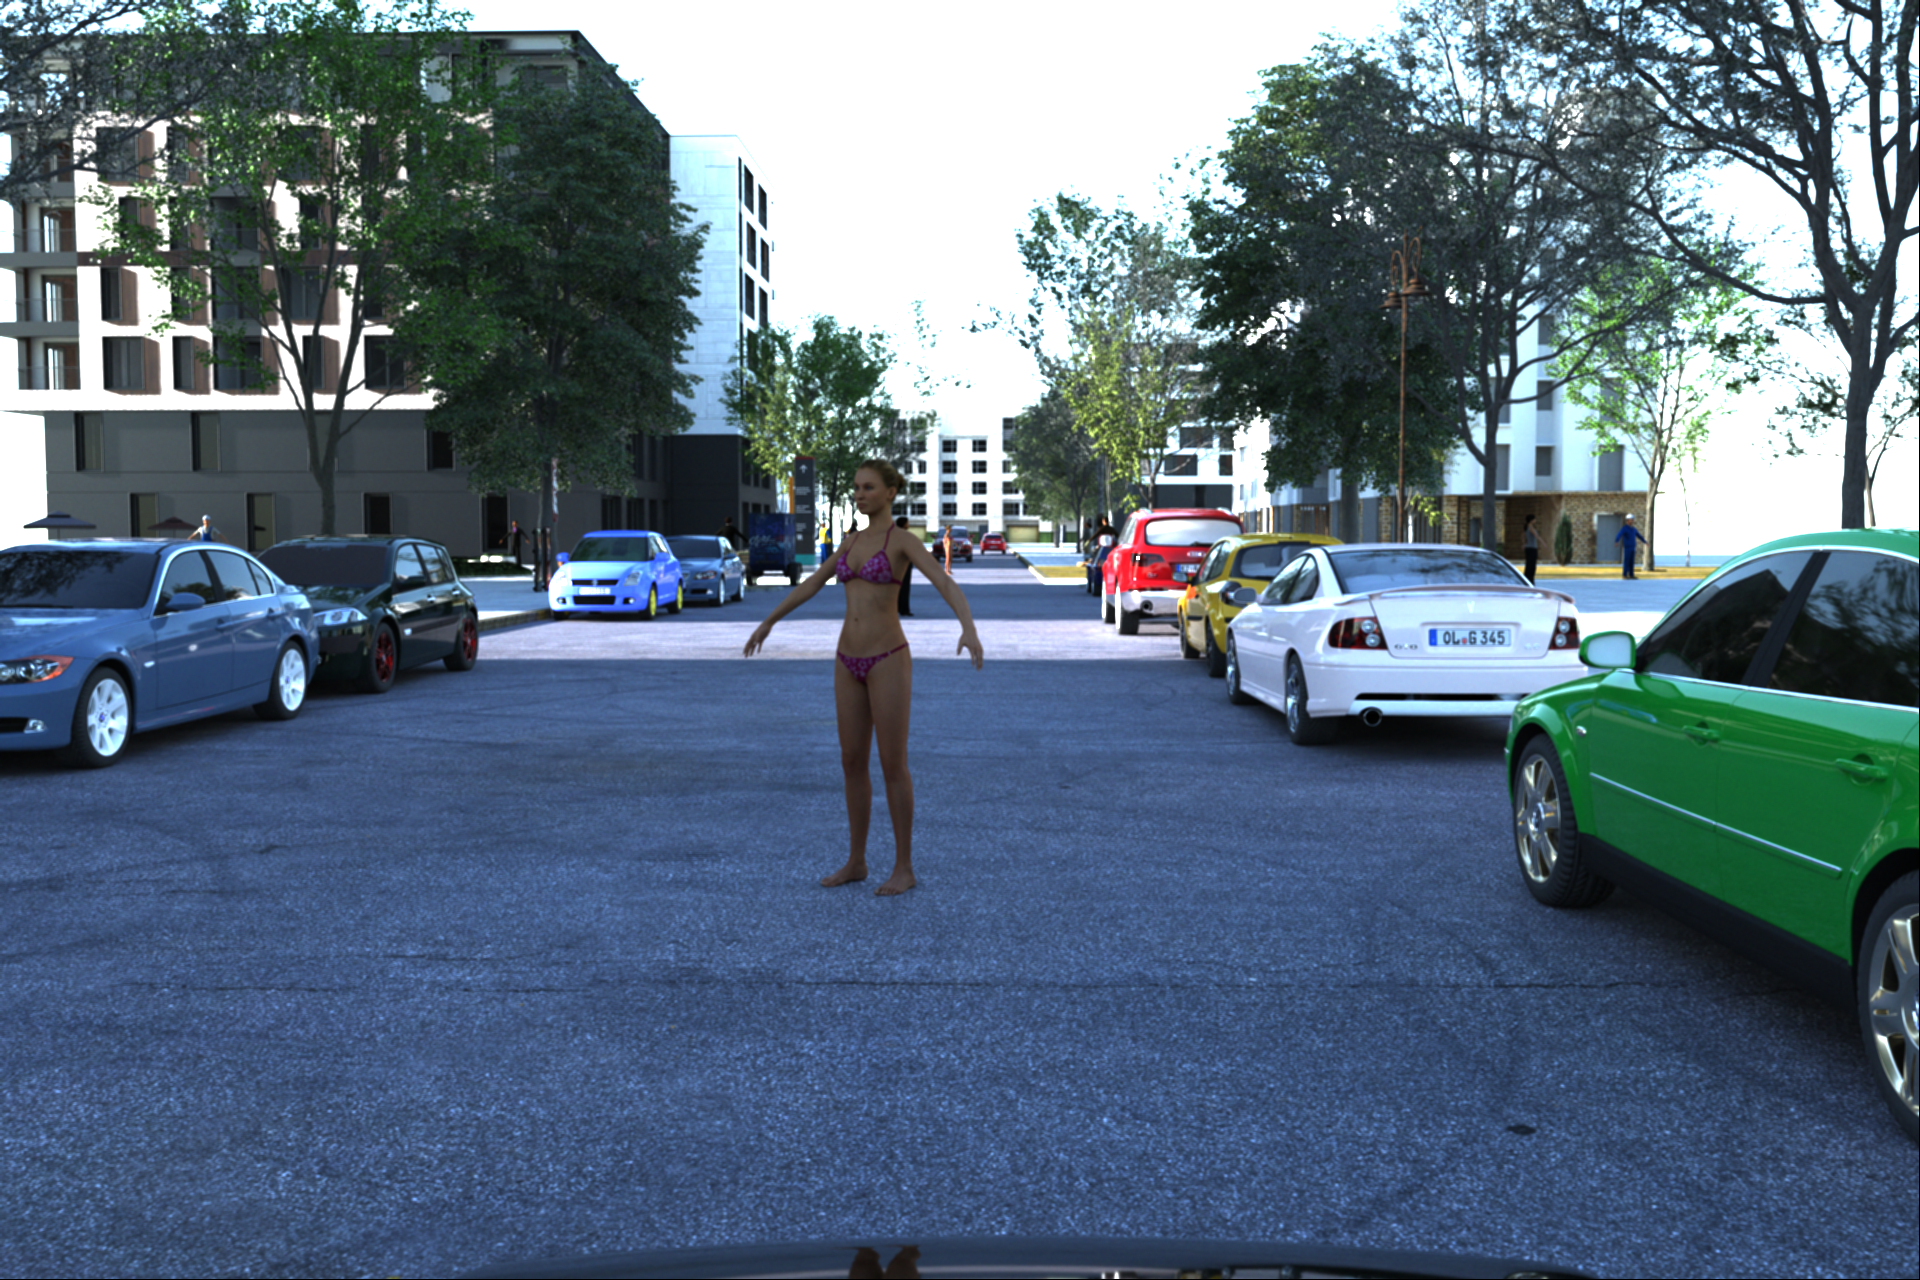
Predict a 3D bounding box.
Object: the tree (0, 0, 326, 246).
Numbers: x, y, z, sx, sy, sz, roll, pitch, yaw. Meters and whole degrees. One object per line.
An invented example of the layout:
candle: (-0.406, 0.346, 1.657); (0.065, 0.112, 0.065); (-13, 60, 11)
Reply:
tree: (-12.361, -6.607, 18.396); (12.009, 13.543, 11.850); (0, 3, 0)

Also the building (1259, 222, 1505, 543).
building: (23.651, -15.255, 105.845); (16.016, 20.090, 11.380); (0, 4, 1)

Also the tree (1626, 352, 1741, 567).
tree: (28.269, -7.114, 66.677); (4.360, 8.622, 3.978); (0, 3, 0)

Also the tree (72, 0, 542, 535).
tree: (-11.308, -6.410, 30.566); (9.928, 11.665, 9.643); (0, 3, 0)

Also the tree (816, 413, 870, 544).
tree: (-7.159, -9.287, 102.203); (4.737, 8.622, 4.395); (0, 3, 0)

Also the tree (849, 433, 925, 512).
tree: (-6.637, -13.465, 154.564); (7.601, 10.594, 8.767); (-2, 4, -35)

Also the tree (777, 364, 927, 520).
tree: (-7.381, -12.795, 119.567); (12.009, 13.543, 11.850); (0, 3, 0)

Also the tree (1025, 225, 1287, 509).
tree: (7.699, -9.768, 70.078); (12.009, 13.543, 11.850); (0, 3, 0)

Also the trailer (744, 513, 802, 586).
trailer: (-5.204, -2.472, 47.471); (1.471, 1.999, 3.904); (0, 4, 1)

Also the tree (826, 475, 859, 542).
tree: (-16.639, -20.463, 244.937); (12.009, 13.543, 11.850); (0, 3, 0)

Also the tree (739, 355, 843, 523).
tree: (-7.215, -7.382, 71.064); (4.737, 8.622, 4.395); (0, 3, 0)

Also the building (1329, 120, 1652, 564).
building: (23.712, -14.025, 85.735); (16.016, 20.090, 11.380); (0, 4, 1)

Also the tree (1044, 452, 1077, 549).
tree: (8.275, -11.824, 143.683); (4.360, 8.622, 3.978); (0, 3, 0)

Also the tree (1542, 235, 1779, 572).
tree: (23.940, -8.175, 59.421); (9.928, 11.665, 9.643); (0, 3, 0)

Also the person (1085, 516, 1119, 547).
person: (4.370, -2.804, 51.986); (1.346, 1.812, 0.704); (-2, 4, -27)

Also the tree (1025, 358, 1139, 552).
tree: (9.028, -13.484, 127.124); (9.857, 13.997, 8.962); (0, 3, 0)

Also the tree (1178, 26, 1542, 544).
tree: (10.071, -8.409, 44.150); (9.857, 13.997, 8.962); (0, 3, 0)

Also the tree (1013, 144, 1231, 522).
tree: (9.579, -13.935, 83.723); (12.611, 20.169, 13.585); (0, 3, 0)

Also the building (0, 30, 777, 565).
building: (-25.397, -14.877, 87.220); (27.936, 21.610, 32.646); (0, 4, 2)

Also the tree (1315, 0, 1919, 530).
tree: (9.433, -6.578, 17.919); (12.009, 13.543, 11.850); (0, 3, 0)

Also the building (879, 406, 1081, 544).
building: (5.595, -23.116, 246.866); (31.486, 18.905, 16.747); (1, 4, 10)

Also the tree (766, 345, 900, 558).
tree: (-6.840, -10.242, 93.214); (9.928, 11.665, 9.643); (0, 3, 0)

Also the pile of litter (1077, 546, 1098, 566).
pile of litter: (5.212, -3.338, 68.537); (1.176, 0.858, 1.719); (0, 4, 0)

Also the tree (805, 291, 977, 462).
tree: (-5.401, -17.089, 135.297); (12.611, 20.169, 13.585); (0, 3, 0)

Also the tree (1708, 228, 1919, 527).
tree: (26.808, -7.122, 50.863); (8.767, 10.594, 7.601); (-1, 4, -9)

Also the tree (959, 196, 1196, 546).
tree: (6.825, -14.826, 98.298); (12.611, 20.169, 13.585); (0, 3, 0)

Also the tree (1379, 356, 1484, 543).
tree: (17.486, -7.175, 67.681); (4.360, 8.622, 3.978); (0, 3, 0)

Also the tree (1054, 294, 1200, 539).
tree: (4.928, -6.317, 53.641); (4.737, 8.622, 4.395); (0, 3, 0)

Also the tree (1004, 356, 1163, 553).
tree: (7.831, -12.504, 114.811); (12.009, 13.543, 11.850); (0, 3, 0)

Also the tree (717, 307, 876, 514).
tree: (-7.386, -9.360, 78.796); (9.928, 11.665, 9.643); (0, 3, 0)

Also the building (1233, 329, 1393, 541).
building: (26.251, -16.913, 132.946); (16.016, 20.090, 11.380); (0, 4, 1)

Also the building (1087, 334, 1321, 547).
building: (28.062, -21.372, 193.410); (27.936, 21.610, 32.646); (0, 4, 1)

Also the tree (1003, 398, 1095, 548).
tree: (8.793, -15.255, 156.074); (9.857, 13.997, 8.962); (0, 3, 0)

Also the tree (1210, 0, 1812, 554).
tree: (9.953, -7.473, 32.551); (12.009, 13.543, 11.850); (0, 3, 0)

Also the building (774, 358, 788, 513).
building: (-24.845, -20.023, 183.795); (16.016, 20.090, 11.380); (0, 4, 1)

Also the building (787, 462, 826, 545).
building: (-21.016, -16.701, 215.208); (9.099, 9.664, 28.070); (0, 4, 1)

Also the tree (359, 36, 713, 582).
tree: (-11.079, -8.530, 46.124); (9.857, 13.997, 8.962); (0, 3, 0)

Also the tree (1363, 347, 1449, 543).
tree: (14.516, -6.508, 56.762); (4.737, 8.622, 4.395); (0, 3, 0)
